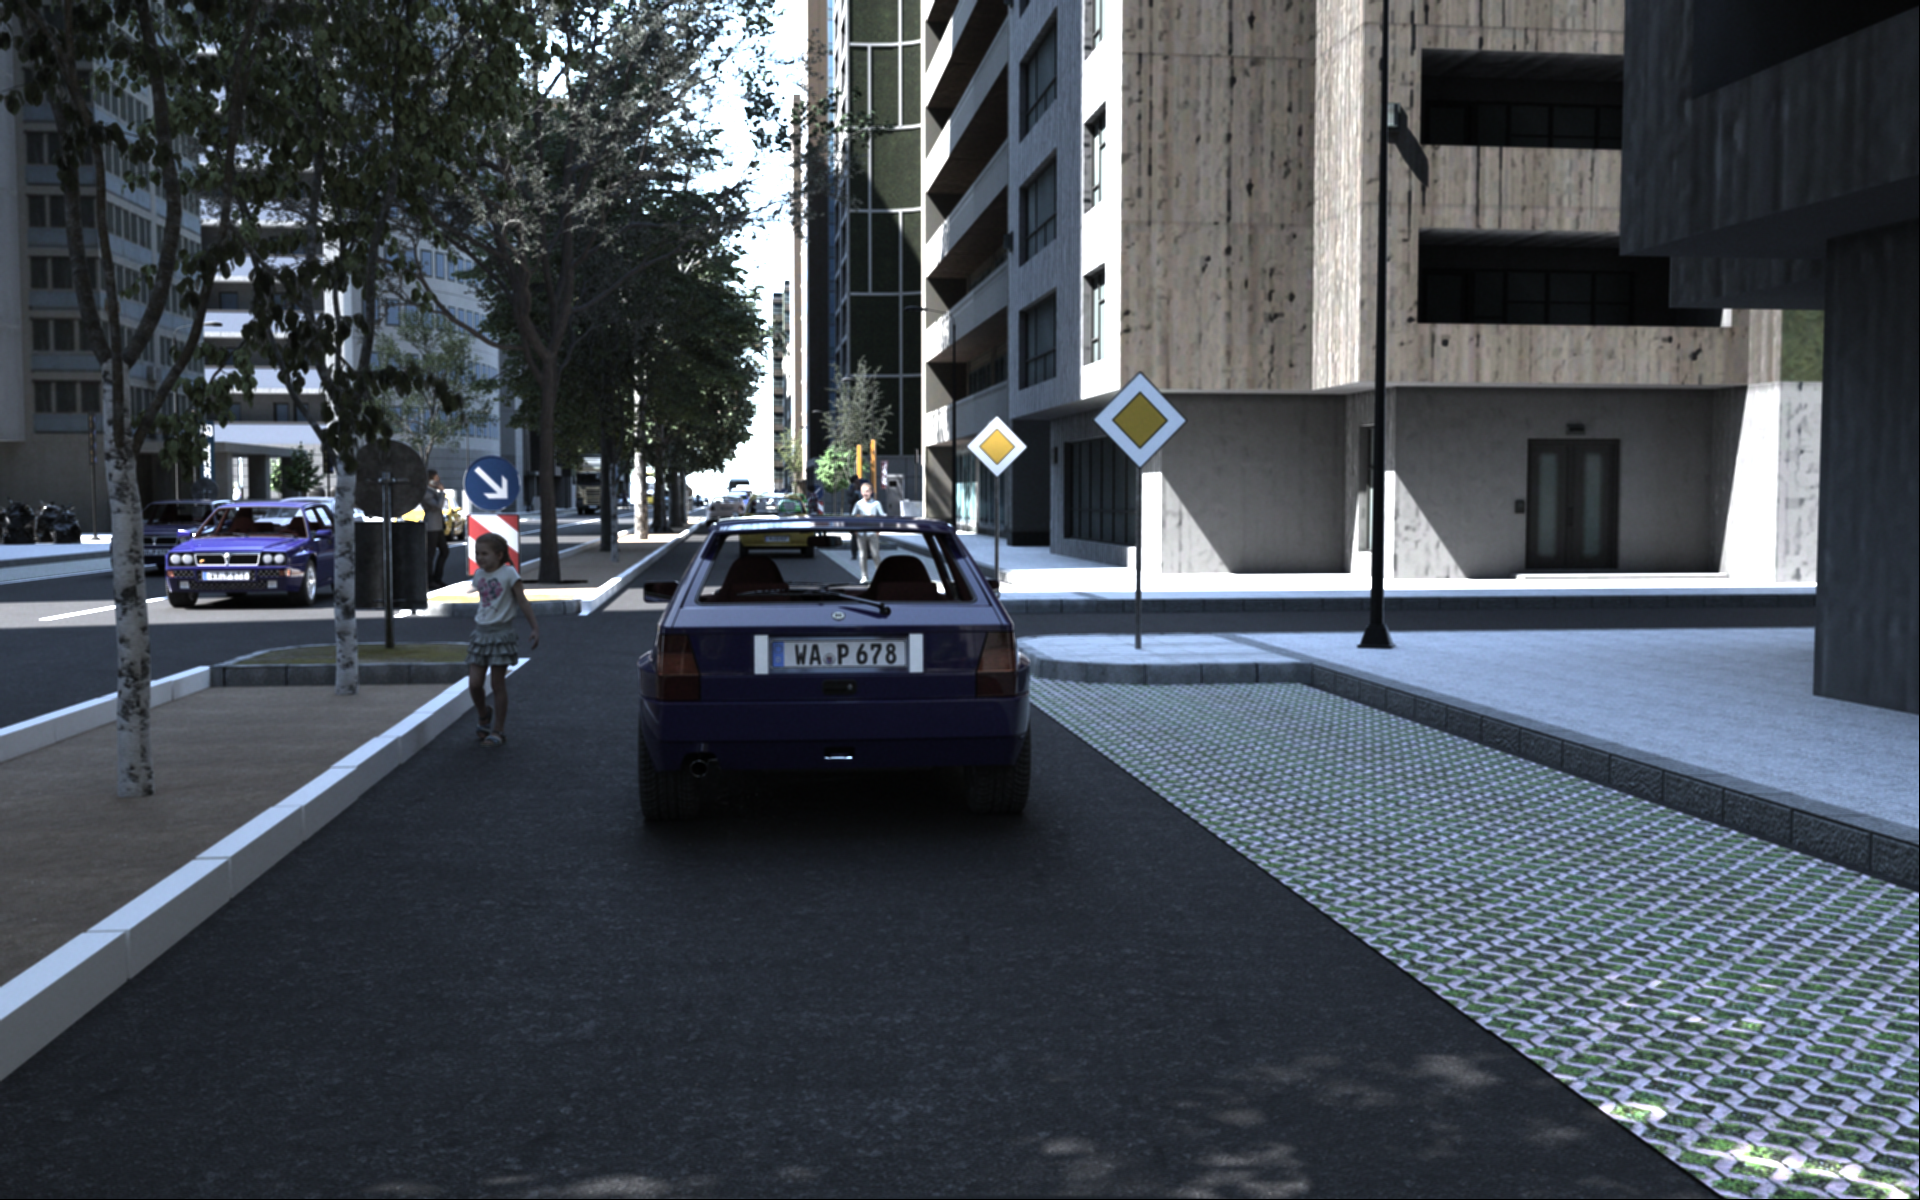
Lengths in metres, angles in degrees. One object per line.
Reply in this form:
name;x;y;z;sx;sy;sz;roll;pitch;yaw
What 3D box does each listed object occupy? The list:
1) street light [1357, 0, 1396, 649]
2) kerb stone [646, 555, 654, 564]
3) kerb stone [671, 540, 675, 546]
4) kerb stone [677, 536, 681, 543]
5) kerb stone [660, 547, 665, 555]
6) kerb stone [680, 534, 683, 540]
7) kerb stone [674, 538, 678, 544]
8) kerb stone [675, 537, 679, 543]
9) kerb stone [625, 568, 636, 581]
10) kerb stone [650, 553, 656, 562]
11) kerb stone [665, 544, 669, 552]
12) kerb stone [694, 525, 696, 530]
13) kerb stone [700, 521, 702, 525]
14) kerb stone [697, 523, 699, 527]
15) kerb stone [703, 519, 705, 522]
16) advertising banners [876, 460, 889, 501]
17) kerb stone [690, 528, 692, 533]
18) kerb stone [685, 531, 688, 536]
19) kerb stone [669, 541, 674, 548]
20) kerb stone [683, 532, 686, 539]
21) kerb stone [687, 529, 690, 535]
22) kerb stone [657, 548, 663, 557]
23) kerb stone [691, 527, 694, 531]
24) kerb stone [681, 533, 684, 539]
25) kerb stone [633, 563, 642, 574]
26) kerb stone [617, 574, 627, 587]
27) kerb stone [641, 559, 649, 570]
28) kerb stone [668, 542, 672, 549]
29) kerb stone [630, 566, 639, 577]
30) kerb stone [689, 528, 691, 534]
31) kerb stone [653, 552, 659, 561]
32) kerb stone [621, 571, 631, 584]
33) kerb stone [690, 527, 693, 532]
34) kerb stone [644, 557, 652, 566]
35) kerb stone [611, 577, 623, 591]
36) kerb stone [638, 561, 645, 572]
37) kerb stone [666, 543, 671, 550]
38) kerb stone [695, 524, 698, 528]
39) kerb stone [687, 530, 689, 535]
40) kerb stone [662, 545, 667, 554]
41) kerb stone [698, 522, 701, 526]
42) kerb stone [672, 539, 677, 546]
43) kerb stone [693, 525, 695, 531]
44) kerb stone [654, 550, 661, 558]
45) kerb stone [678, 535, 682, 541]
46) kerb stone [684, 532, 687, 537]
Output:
street light;2.958;-2.554;14.293;1.470;5.913;1.316;0;4;-7
kerb stone;-6.251;-0.759;34.599;0.120;0.150;1.000;0;4;-7
kerb stone;-7.672;-1.443;45.789;0.120;0.150;1.000;0;4;-7
kerb stone;-8.190;-1.692;49.856;0.120;0.150;1.000;0;4;-7
kerb stone;-6.891;-1.069;39.682;0.120;0.150;1.000;0;4;-7
kerb stone;-8.439;-1.814;51.890;0.120;0.150;1.000;0;4;-7
kerb stone;-7.928;-1.567;47.824;0.120;0.150;1.000;0;4;-7
kerb stone;-8.063;-1.627;48.842;0.120;0.150;1.000;0;4;-7
kerb stone;-5.473;-0.386;28.511;0.120;0.150;1.000;0;4;-7
kerb stone;-6.387;-0.821;35.618;0.120;0.150;1.000;0;4;-7
kerb stone;-7.154;-1.194;41.721;0.120;0.150;1.000;0;4;-7
kerb stone;-10.248;-2.687;66.133;0.120;0.150;1.000;0;4;-7
kerb stone;-11.407;-3.246;75.278;0.120;0.150;1.000;0;4;-7
kerb stone;-10.769;-2.936;70.206;0.120;0.150;1.000;0;4;-7
kerb stone;-12.183;-3.620;81.374;0.120;0.150;1.000;0;4;-7
advertising banners;-4.445;-5.678;89.026;2.074;3.025;0.090;-3;5;-44
kerb stone;-9.603;-2.375;61.049;0.120;0.150;1.000;0;4;-7
kerb stone;-8.955;-2.066;55.967;0.120;0.150;1.000;0;4;-7
kerb stone;-7.538;-1.381;44.769;0.120;0.150;1.000;0;4;-7
kerb stone;-8.700;-1.940;53.917;0.120;0.150;1.000;0;4;-7
kerb stone;-9.346;-2.247;59.021;0.120;0.150;1.000;0;4;-7
kerb stone;-6.771;-1.006;38.667;0.120;0.150;1.000;0;4;-7
kerb stone;-9.864;-2.501;63.081;0.120;0.150;1.000;0;4;-7
kerb stone;-8.572;-1.878;52.903;0.120;0.150;1.000;0;4;-7
kerb stone;-5.735;-0.511;30.543;0.120;0.150;1.000;0;4;-7
kerb stone;-5.222;-0.262;26.473;0.120;0.150;1.000;0;4;-7
kerb stone;-5.992;-0.629;32.571;0.120;0.150;1.000;0;4;-7
kerb stone;-7.410;-1.318;43.752;0.120;0.150;1.000;0;4;-7
kerb stone;-5.612;-0.448;29.527;0.120;0.150;1.000;0;4;-7
kerb stone;-9.471;-2.314;60.036;0.120;0.150;1.000;0;4;-7
kerb stone;-6.515;-0.877;36.633;0.120;0.150;1.000;0;4;-7
kerb stone;-5.351;-0.324;27.487;0.120;0.150;1.000;0;4;-7
kerb stone;-9.737;-2.437;62.067;0.120;0.150;1.000;0;4;-7
kerb stone;-6.116;-0.697;33.586;0.120;0.150;1.000;0;4;-7
kerb stone;-5.092;-0.200;25.459;0.120;0.150;1.000;0;4;-7
kerb stone;-5.866;-0.573;31.557;0.120;0.150;1.000;0;4;-7
kerb stone;-7.285;-1.252;42.738;0.120;0.150;1.000;0;4;-7
kerb stone;-10.502;-2.811;68.172;0.120;0.150;1.000;0;4;-7
kerb stone;-9.220;-2.190;58.003;0.120;0.150;1.000;0;4;-7
kerb stone;-7.021;-1.132;40.696;0.120;0.150;1.000;0;4;-7
kerb stone;-11.151;-3.119;73.250;0.120;0.150;1.000;0;4;-7
kerb stone;-7.798;-1.504;46.803;0.120;0.150;1.000;0;4;-7
kerb stone;-10.117;-2.624;65.116;0.120;0.150;1.000;0;4;-7
kerb stone;-6.632;-0.945;37.654;0.120;0.150;1.000;0;4;-7
kerb stone;-8.313;-1.750;50.872;0.120;0.150;1.000;0;4;-7
kerb stone;-8.832;-2.003;54.945;0.120;0.150;1.000;0;4;-7
